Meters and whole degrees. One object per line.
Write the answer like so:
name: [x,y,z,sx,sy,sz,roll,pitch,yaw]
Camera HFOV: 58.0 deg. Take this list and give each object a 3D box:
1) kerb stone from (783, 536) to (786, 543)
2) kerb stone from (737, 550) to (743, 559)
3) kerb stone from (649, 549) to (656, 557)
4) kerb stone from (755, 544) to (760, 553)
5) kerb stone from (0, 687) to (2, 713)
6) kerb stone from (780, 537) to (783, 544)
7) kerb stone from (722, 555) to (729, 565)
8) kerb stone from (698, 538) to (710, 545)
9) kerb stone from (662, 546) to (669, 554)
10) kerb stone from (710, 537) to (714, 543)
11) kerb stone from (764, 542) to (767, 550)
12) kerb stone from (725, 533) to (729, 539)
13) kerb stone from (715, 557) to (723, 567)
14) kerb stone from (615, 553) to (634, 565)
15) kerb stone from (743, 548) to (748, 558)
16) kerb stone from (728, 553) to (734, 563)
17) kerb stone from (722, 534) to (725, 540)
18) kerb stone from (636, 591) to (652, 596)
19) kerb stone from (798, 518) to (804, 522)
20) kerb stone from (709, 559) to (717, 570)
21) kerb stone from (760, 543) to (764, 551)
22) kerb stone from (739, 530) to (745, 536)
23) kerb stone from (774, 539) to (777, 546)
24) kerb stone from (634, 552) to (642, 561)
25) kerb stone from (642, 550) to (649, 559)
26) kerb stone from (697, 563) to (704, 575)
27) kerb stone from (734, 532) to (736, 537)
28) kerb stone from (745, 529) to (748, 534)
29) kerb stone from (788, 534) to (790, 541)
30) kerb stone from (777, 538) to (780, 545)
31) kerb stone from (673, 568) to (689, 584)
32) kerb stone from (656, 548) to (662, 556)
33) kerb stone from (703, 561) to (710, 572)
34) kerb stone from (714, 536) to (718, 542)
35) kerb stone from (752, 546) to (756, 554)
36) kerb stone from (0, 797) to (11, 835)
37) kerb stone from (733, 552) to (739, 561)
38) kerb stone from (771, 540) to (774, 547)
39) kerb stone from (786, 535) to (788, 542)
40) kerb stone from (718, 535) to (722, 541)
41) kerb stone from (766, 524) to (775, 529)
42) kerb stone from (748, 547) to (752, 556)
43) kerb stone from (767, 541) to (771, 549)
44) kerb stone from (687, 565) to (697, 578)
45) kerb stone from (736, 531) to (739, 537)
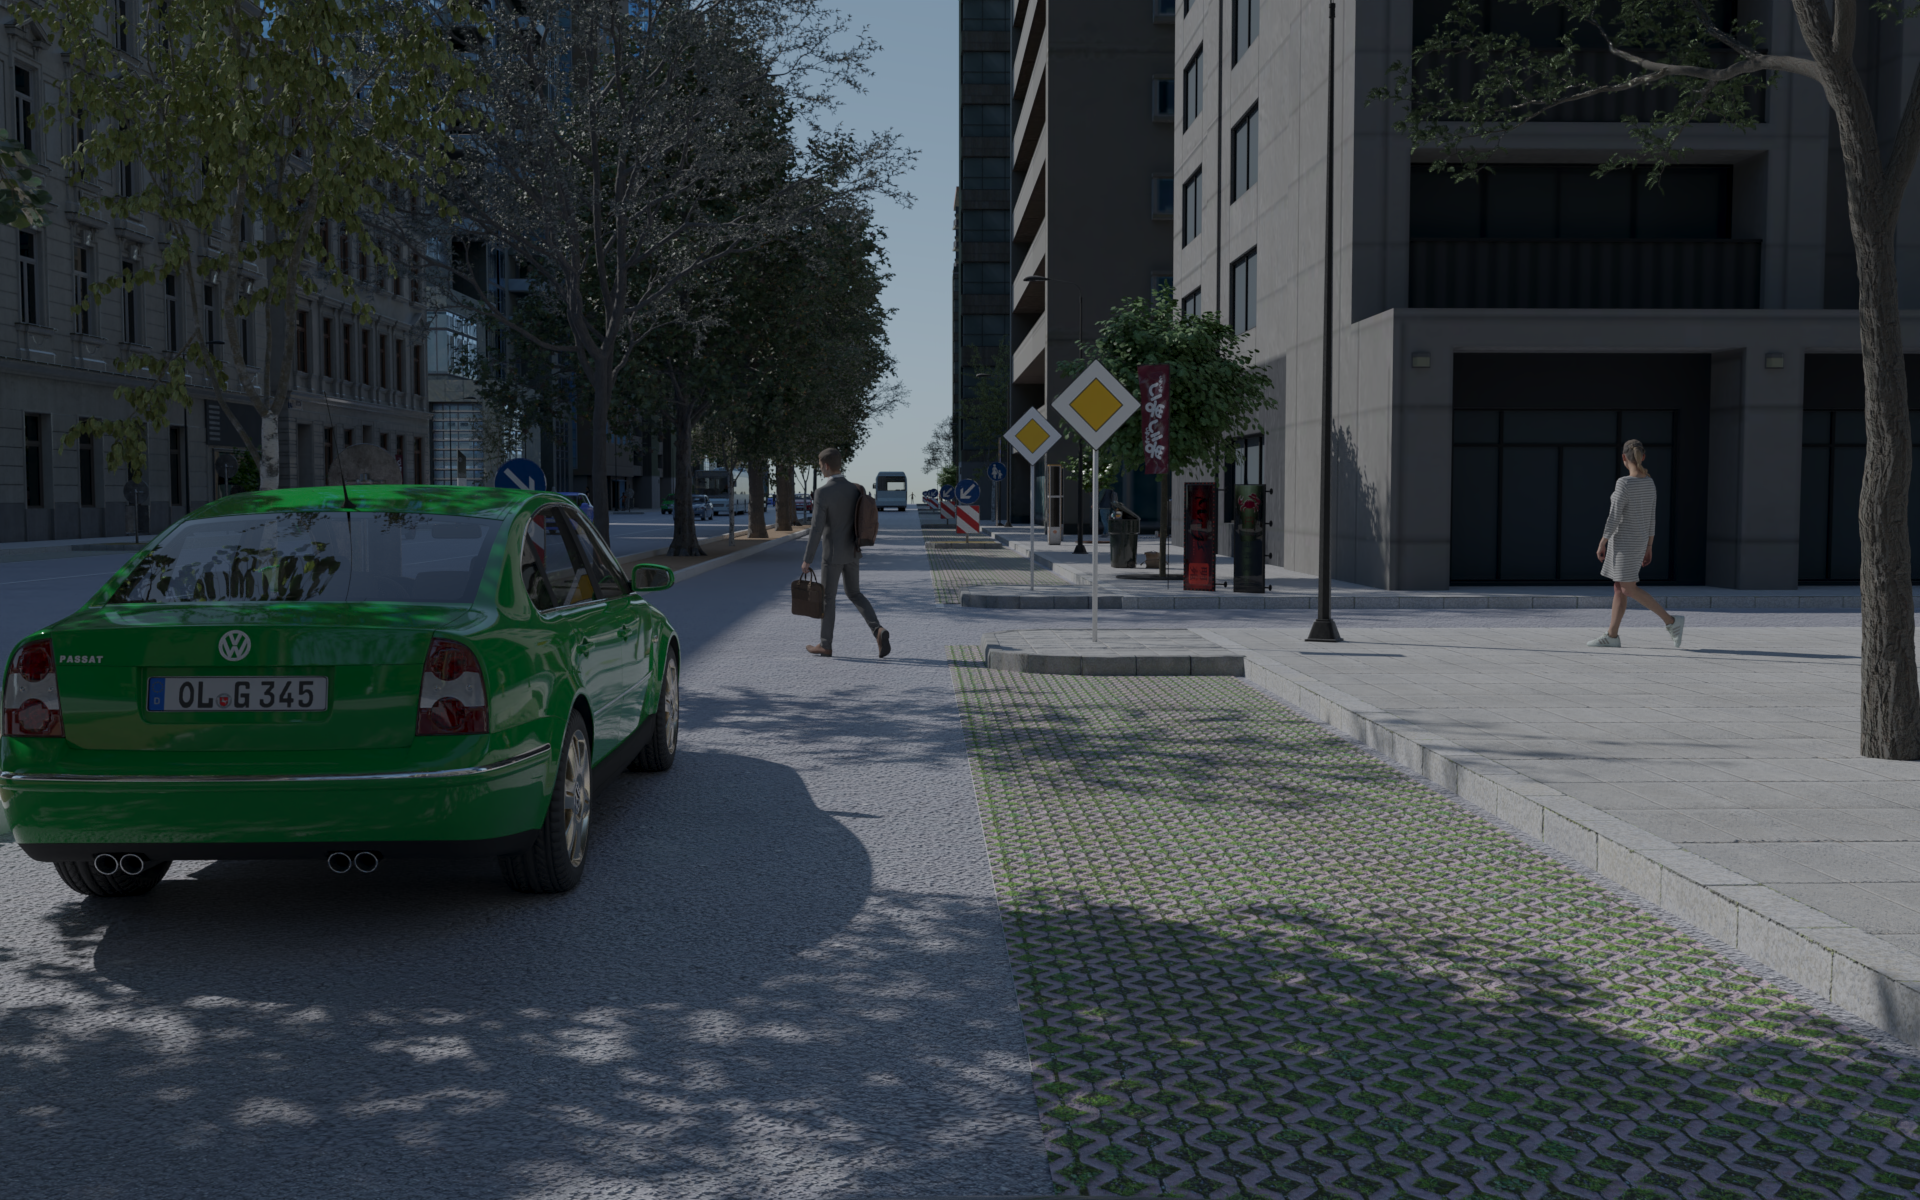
kerb stone: [-5.227,-1.715,50.237,0.120,0.150,1.000,0,4,-2]
kerb stone: [-4.912,-0.963,37.942,0.120,0.150,1.000,0,4,-2]
kerb stone: [-7.037,-1.024,38.939,0.120,0.150,1.000,0,4,-2]
kerb stone: [-5.020,-1.214,42.044,0.120,0.150,1.000,0,4,-2]
kerb stone: [-6.316,0.640,11.734,0.120,0.150,1.000,0,4,-2]
kerb stone: [-5.204,-1.653,49.215,0.120,0.150,1.000,0,4,-2]
kerb stone: [-4.825,-0.776,34.877,0.120,0.150,1.000,0,4,-2]
kerb stone: [-7.305,-1.651,49.183,0.120,0.150,1.000,0,4,-2]
kerb stone: [-7.086,-1.149,40.991,0.120,0.150,1.000,0,4,-2]
kerb stone: [-7.334,-1.708,50.206,0.120,0.150,1.000,0,4,-2]
kerb stone: [-5.071,-1.331,44.096,0.120,0.150,1.000,0,4,-2]
kerb stone: [-7.447,-1.963,54.321,0.120,0.150,1.000,0,4,-2]
kerb stone: [-4.797,-0.713,33.851,0.120,0.150,1.000,0,4,-2]
kerb stone: [-6.952,-0.834,35.870,0.120,0.150,1.000,0,4,-2]
kerb stone: [-4.934,-1.026,38.964,0.120,0.150,1.000,0,4,-2]
kerb stone: [-4.853,-0.833,35.898,0.120,0.150,1.000,0,4,-2]
kerb stone: [-7.423,-1.895,53.288,0.120,0.150,1.000,0,4,-2]
kerb stone: [-4.552,-0.149,24.646,0.120,0.150,1.000,0,4,-2]
kerb stone: [-8.472,-4.344,93.226,0.120,0.150,1.000,0,4,-2]
kerb stone: [-4.774,-0.650,32.829,0.120,0.150,1.000,0,4,-2]
kerb stone: [-5.039,-1.277,43.068,0.120,0.150,1.000,0,4,-2]
kerb stone: [-7.574,-2.277,59.431,0.120,0.150,1.000,0,4,-2]
kerb stone: [-5.148,-1.527,47.169,0.120,0.150,1.000,0,4,-2]
kerb stone: [-6.977,-0.899,36.895,0.120,0.150,1.000,0,4,-2]
kerb stone: [-7.002,-0.961,37.917,0.120,0.150,1.000,0,4,-2]
kerb stone: [-4.717,-0.525,30.786,0.120,0.150,1.000,0,4,-2]
kerb stone: [-7.492,-2.090,56.366,0.120,0.150,1.000,0,4,-2]
kerb stone: [-7.604,-2.340,60.453,0.120,0.150,1.000,0,4,-2]
kerb stone: [-5.291,-1.838,52.290,0.120,0.150,1.000,0,4,-2]
kerb stone: [-5.177,-1.590,48.190,0.120,0.150,1.000,0,4,-2]
kerb stone: [-4.670,-0.398,28.741,0.120,0.150,1.000,0,4,-2]
kerb stone: [-7.063,-1.083,39.961,0.120,0.150,1.000,0,4,-2]
kerb stone: [-4.751,-0.584,31.808,0.120,0.150,1.000,0,4,-2]
kerb stone: [-7.364,-1.769,51.227,0.120,0.150,1.000,0,4,-2]
kerb stone: [-4.987,-1.151,41.023,0.120,0.150,1.000,0,4,-2]
kerb stone: [-4.107,0.892,7.685,0.120,0.150,1.000,0,4,-2]
kerb stone: [-4.887,-0.894,36.921,0.120,0.150,1.000,0,4,-2]
kerb stone: [-5.122,-1.465,46.147,0.120,0.150,1.000,0,4,-2]
kerb stone: [-5.261,-1.774,51.267,0.120,0.150,1.000,0,4,-2]
kerb stone: [-7.388,-1.838,52.258,0.120,0.150,1.000,0,4,-2]
kerb stone: [-7.929,-3.091,72.727,0.120,0.150,1.000,0,4,-2]
kerb stone: [-4.961,-1.088,39.993,0.120,0.150,1.000,0,4,-2]
kerb stone: [-5.101,-1.402,45.117,0.120,0.150,1.000,0,4,-2]
kerb stone: [-4.692,-0.463,29.764,0.120,0.150,1.000,0,4,-2]
kerb stone: [-7.523,-2.152,57.387,0.120,0.150,1.000,0,4,-2]
